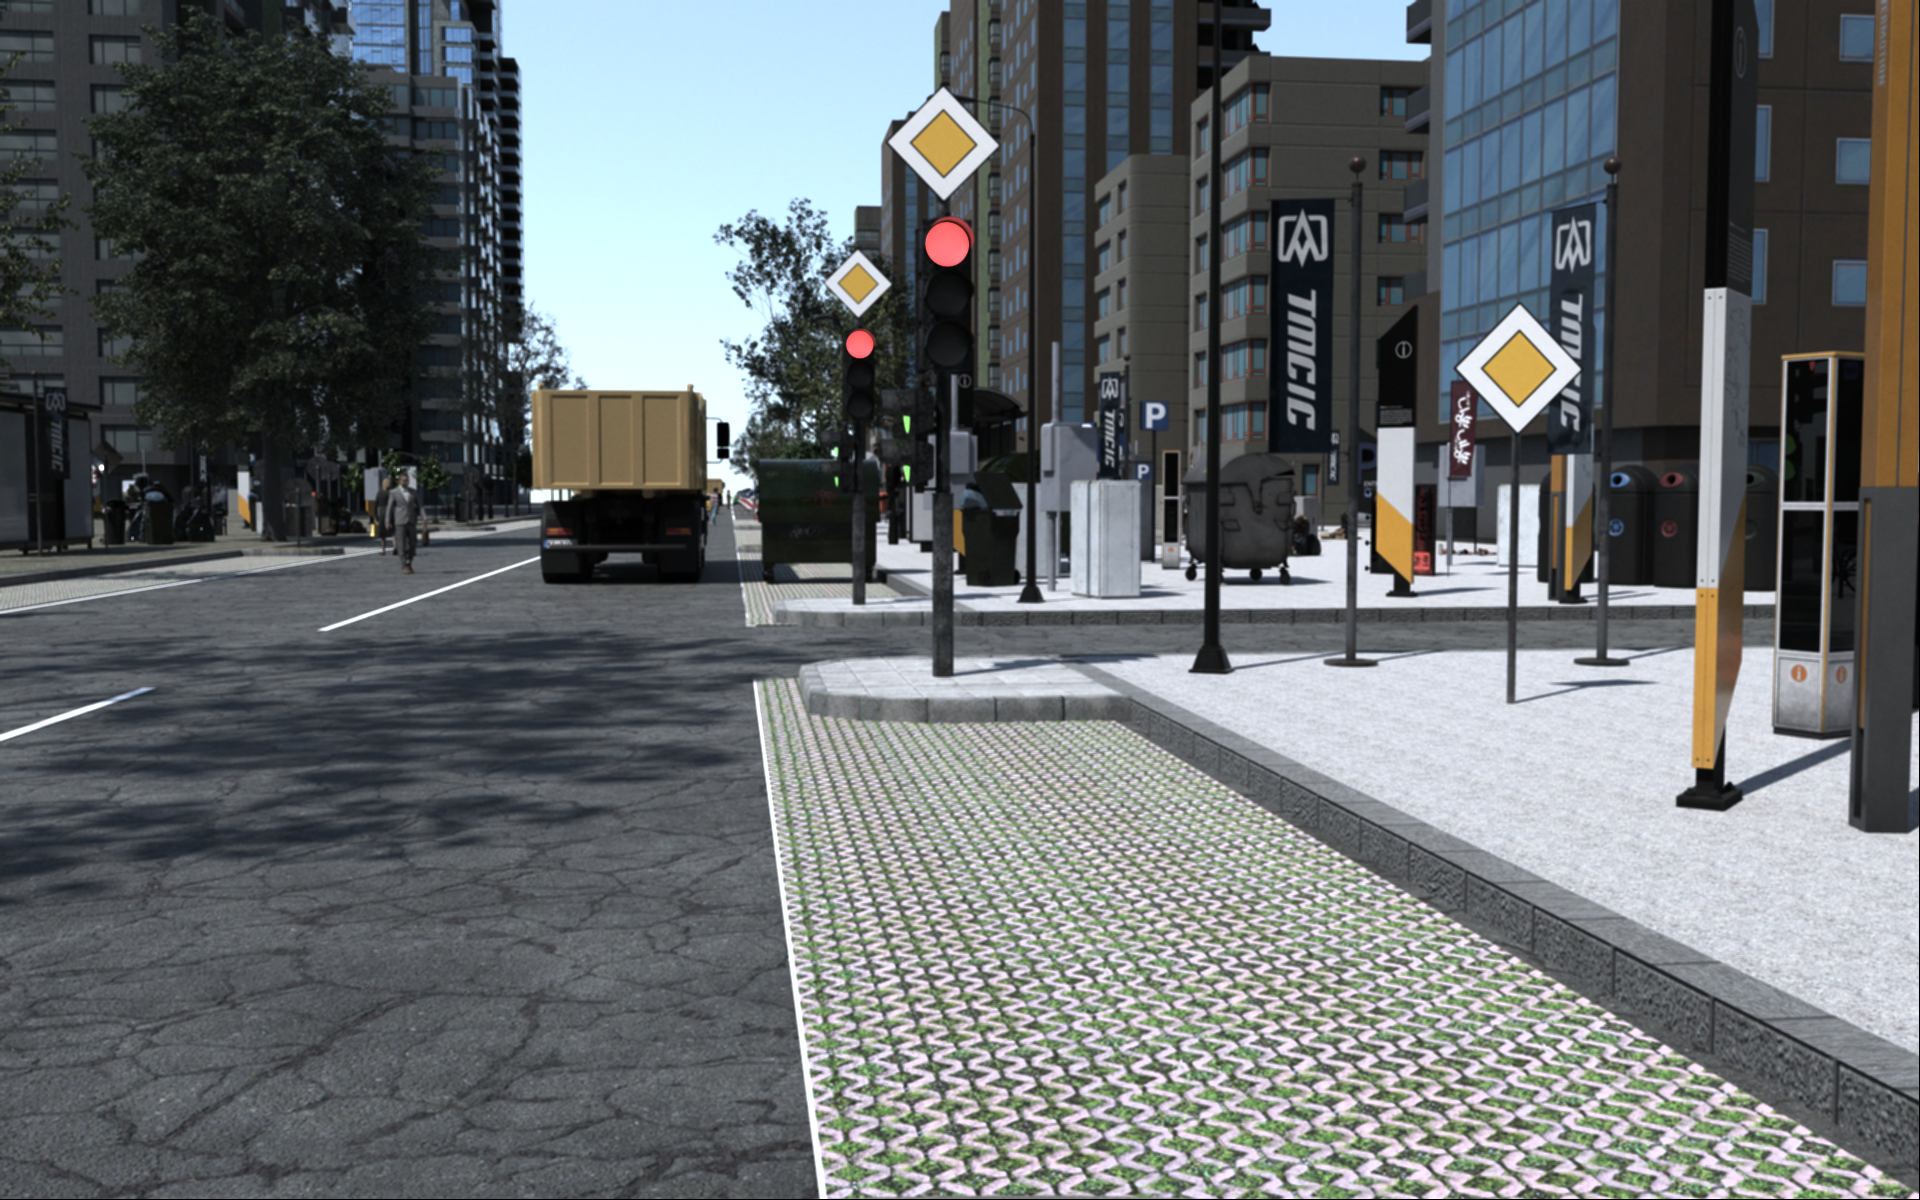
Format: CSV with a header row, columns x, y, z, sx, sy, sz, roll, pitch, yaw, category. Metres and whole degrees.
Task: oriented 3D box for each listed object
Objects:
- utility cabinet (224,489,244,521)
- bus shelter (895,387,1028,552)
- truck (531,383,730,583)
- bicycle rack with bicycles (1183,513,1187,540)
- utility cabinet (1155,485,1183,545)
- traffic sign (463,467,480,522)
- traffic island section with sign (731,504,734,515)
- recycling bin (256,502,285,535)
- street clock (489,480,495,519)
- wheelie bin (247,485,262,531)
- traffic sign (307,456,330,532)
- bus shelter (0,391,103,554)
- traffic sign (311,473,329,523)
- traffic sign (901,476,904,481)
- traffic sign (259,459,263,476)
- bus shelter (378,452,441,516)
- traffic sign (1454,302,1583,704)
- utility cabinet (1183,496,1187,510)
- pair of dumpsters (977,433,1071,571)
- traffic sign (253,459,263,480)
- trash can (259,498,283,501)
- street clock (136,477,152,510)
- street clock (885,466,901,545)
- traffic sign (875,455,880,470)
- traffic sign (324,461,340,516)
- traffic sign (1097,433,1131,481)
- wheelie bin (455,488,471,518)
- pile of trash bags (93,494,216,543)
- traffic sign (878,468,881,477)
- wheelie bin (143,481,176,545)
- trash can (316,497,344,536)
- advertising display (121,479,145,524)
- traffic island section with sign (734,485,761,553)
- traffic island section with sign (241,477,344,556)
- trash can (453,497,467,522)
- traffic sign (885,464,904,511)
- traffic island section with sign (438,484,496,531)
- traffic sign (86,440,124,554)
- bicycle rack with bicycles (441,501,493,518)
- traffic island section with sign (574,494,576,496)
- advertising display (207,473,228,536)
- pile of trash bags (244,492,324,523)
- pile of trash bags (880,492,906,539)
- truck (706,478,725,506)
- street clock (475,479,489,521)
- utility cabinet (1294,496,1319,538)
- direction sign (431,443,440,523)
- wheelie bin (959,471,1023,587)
x,y,z,sx,sy,sz,roll,pitch,yaw,category
-33.429,-4.370,80.124,1.173,1.500,0.318,-1,4,-14,utility cabinet
-0.005,-2.549,35.593,2.014,3.302,5.546,0,4,-8,bus shelter
-5.939,-2.179,31.548,3.469,3.379,9.791,0,4,-7,truck
5.760,-2.102,47.748,2.852,0.926,2.925,-1,4,-22,bicycle rack with bicycles
4.994,-2.132,43.534,1.173,1.500,0.318,1,4,14,utility cabinet
-22.577,-4.892,80.090,0.768,2.556,0.104,0,4,-4,traffic sign
-8.058,-3.723,69.499,1.989,1.847,2.006,0,4,-8,traffic island section with sign
-21.637,-2.556,54.350,0.722,1.027,0.722,-2,4,-34,recycling bin
-24.221,-5.181,89.275,0.471,2.002,0.358,-2,4,-26,street clock
-24.092,-3.165,59.658,0.693,1.594,0.980,2,4,26,wheelie bin
-21.281,-3.508,57.457,0.768,2.556,0.104,0,4,0,traffic sign
-20.551,-3.576,36.098,2.179,5.291,8.768,0,4,-8,bus shelter
-24.095,-3.975,65.099,0.768,2.556,0.104,0,4,2,traffic sign
-2.653,-4.442,72.629,0.884,2.594,0.081,0,3,0,traffic sign
-23.456,-3.594,58.871,0.768,2.556,0.104,0,4,1,traffic sign
-27.300,-5.639,86.118,2.014,3.302,5.546,0,4,-7,bus shelter
3.372,-0.572,10.538,0.795,2.450,0.064,0,4,-4,traffic sign
7.845,-2.989,60.033,0.306,1.237,1.020,2,4,30,utility cabinet
1.042,-1.661,29.644,1.574,2.255,4.437,0,4,-8,pair of dumpsters
-25.368,-3.851,63.078,0.768,2.556,0.104,0,4,0,traffic sign
-22.741,-2.787,57.222,0.748,1.137,0.748,0,3,0,trash can
-33.975,-4.123,71.978,0.358,2.002,0.471,1,4,17,street clock
-1.692,-2.411,43.991,0.358,2.002,0.471,2,4,25,street clock
-2.750,-3.135,51.364,0.768,2.556,0.104,0,4,-1,traffic sign
-24.331,-4.083,66.857,0.768,2.556,0.104,0,4,-7,traffic sign
3.041,-2.124,34.839,0.768,2.556,0.104,0,4,-5,traffic sign
-24.164,-4.665,84.187,0.693,1.594,0.980,-3,4,-38,wheelie bin
-21.605,-2.206,45.814,3.447,1.369,1.912,-2,4,-29,pile of trash bags
-3.700,-4.456,72.966,0.768,2.556,0.104,0,4,2,traffic sign
-20.184,-2.185,43.637,0.693,1.594,0.980,-3,4,-36,wheelie bin
-19.357,-2.535,53.099,0.748,1.137,0.748,0,3,0,trash can
-35.643,-4.249,74.693,0.974,1.923,0.123,0,4,0,advertising display
-4.506,-2.089,42.778,1.989,1.847,2.006,0,4,-8,traffic island section with sign
-15.583,-1.956,40.601,1.989,1.847,2.006,0,4,-8,traffic island section with sign
-22.702,-4.111,78.861,0.748,1.137,0.748,0,3,0,trash can
-2.087,-3.472,56.880,0.768,2.556,0.104,0,4,1,traffic sign
-19.134,-3.591,67.337,1.989,1.847,2.006,0,4,-8,traffic island section with sign
-18.188,-2.182,36.866,0.795,2.450,0.064,0,4,0,traffic sign
-25.924,-4.778,91.505,2.852,0.926,2.925,-2,4,-32,bicycle rack with bicycles
-25.843,-6.673,117.737,1.989,1.847,2.006,0,4,-8,traffic island section with sign
-22.986,-2.961,53.629,0.123,1.923,0.974,0,4,7,advertising display
-30.408,-4.189,78.246,1.912,1.369,3.447,3,5,42,pile of trash bags
-0.279,-2.476,50.241,3.447,1.369,1.912,-2,4,-31,pile of trash bags
-30.601,-13.298,213.353,3.469,3.379,9.791,-1,4,-9,truck
-23.044,-4.807,83.166,0.358,2.002,0.471,2,4,30,street clock
9.372,-2.184,46.871,0.306,1.237,1.020,2,4,34,utility cabinet
-23.160,-5.163,76.414,0.379,3.537,0.876,-2,4,-35,direction sign
0.400,-0.998,24.218,0.980,1.594,0.693,-3,5,-45,wheelie bin
